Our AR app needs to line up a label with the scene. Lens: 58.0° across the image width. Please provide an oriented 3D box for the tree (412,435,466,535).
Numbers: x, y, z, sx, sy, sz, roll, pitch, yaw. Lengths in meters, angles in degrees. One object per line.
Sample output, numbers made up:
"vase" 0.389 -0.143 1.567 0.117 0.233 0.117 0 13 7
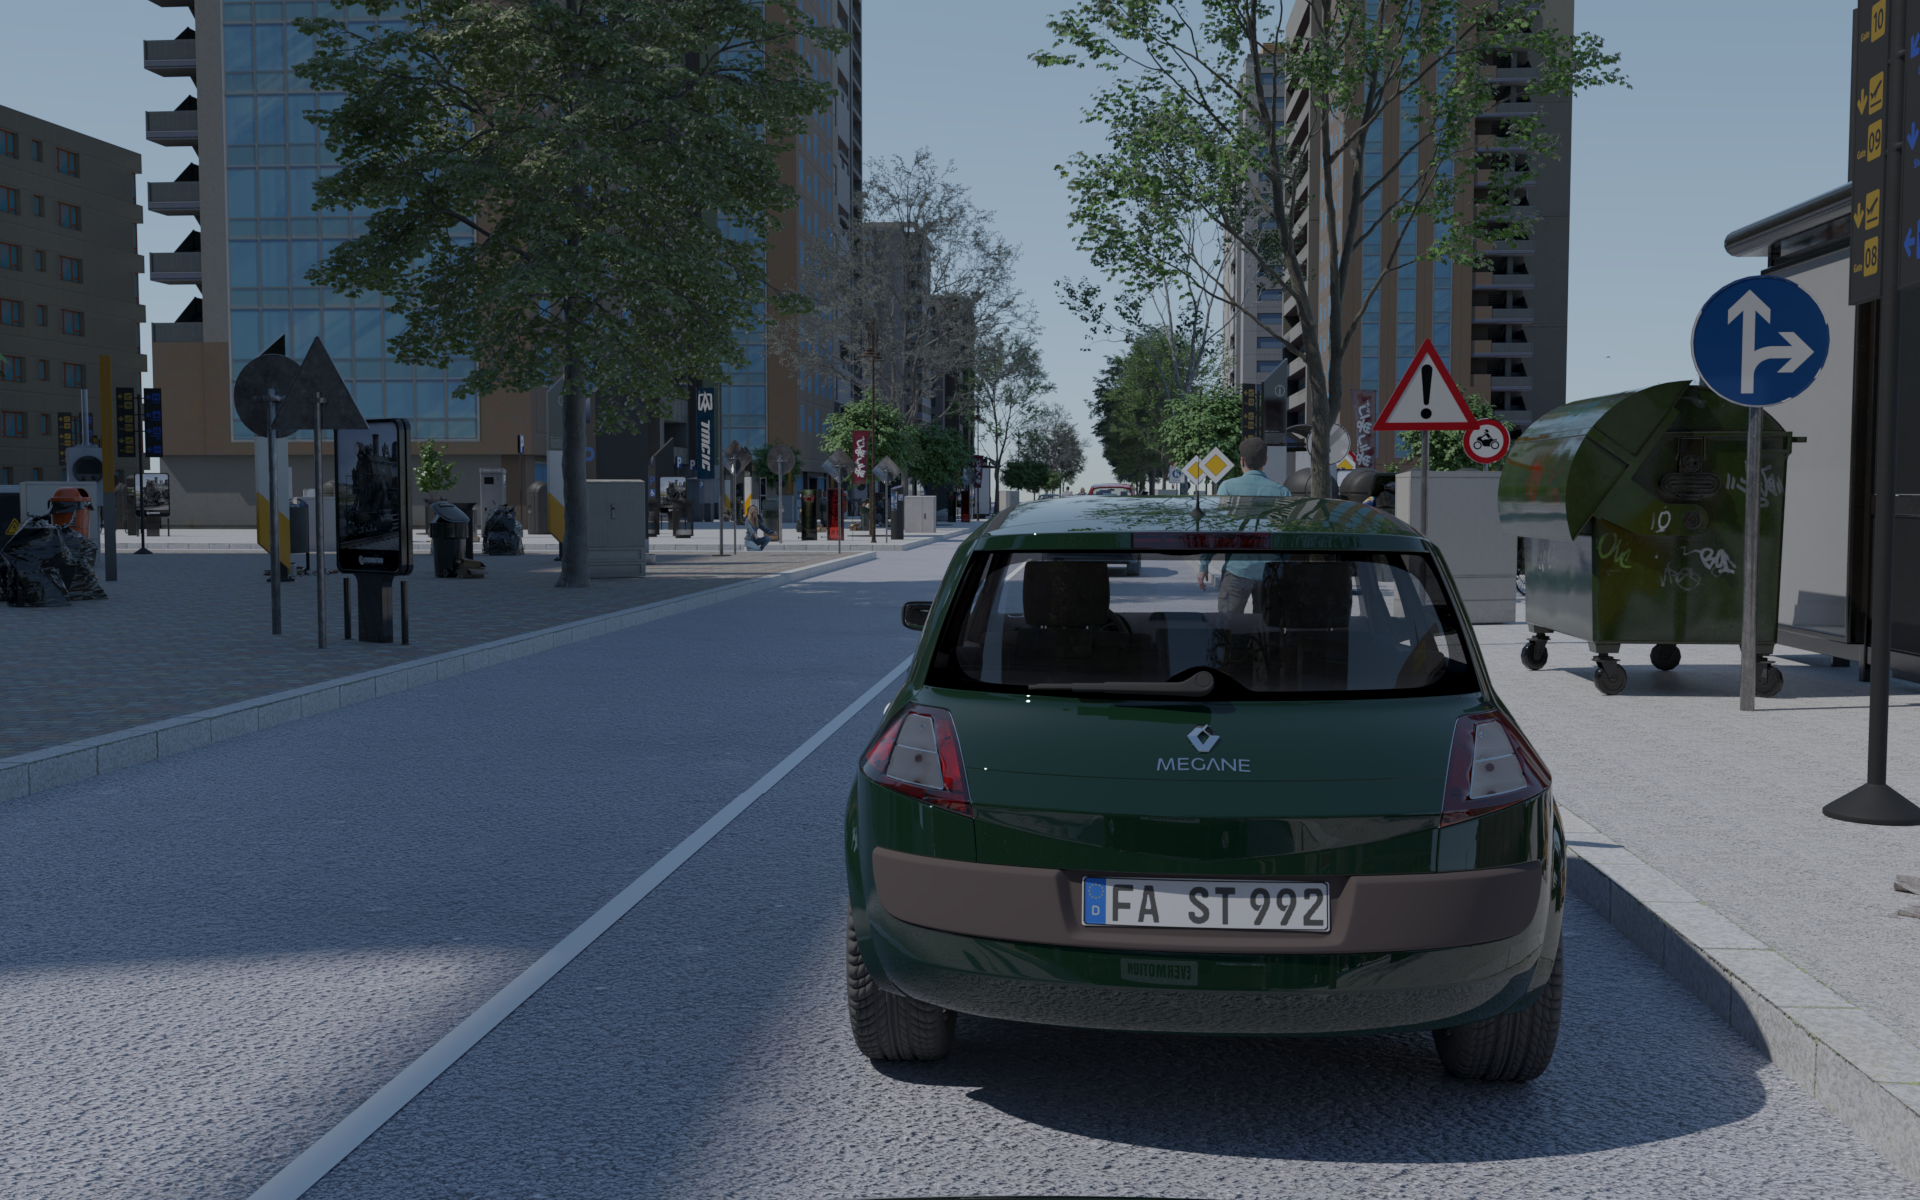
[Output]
"tree" -16.731 -3.670 54.610 1.663 3.219 1.824 0 3 0

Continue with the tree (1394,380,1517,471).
"tree" 14.399 -4.076 50.355 4.285 4.588 4.351 0 3 0

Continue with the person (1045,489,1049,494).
"person" 5.699 -6.413 113.575 0.641 1.798 0.478 -1 4 -13

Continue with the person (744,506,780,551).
"person" -4.639 -1.607 40.270 0.738 1.151 1.012 3 4 38

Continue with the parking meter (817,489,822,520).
"parking meter" -7.039 -4.748 86.044 0.372 1.533 0.369 0 3 0

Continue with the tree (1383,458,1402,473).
"tree" 23.298 -6.011 92.881 1.663 3.219 1.824 0 3 0

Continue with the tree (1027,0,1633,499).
"tree" 4.656 -5.889 22.033 9.928 11.665 9.643 0 3 0

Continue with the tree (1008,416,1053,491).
"tree" 6.362 -12.377 152.733 4.360 8.622 3.978 0 3 0

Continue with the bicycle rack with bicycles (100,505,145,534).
"bicycle rack with bicycles" -27.725 -2.626 56.317 2.852 0.926 2.925 -1 4 -21

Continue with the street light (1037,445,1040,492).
"street light" 7.255 -11.381 158.864 0.468 5.910 1.993 0 4 5

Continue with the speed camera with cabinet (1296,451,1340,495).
"speed camera with cabinet" 7.802 -2.540 35.860 2.038 3.252 0.660 -3 5 -40

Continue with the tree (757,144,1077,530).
"tree" -1.982 -9.241 61.453 12.009 13.543 11.850 0 3 0

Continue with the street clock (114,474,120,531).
"street clock" -29.564 -3.415 60.400 0.471 2.002 0.358 -1 4 -13

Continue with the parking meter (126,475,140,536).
"parking meter" -25.533 -2.920 53.457 0.255 1.863 0.399 -1 4 -9

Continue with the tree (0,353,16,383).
"tree" -5.832 -0.848 8.472 1.663 3.219 1.824 0 3 0

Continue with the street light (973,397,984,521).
"street light" 0.861 -6.721 82.672 0.468 5.910 1.993 0 4 5

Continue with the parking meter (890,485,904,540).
"parking meter" -1.765 -2.464 48.696 0.372 1.533 0.369 0 3 0

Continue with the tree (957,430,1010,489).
"tree" -0.955 -5.324 70.763 4.285 4.588 4.351 0 3 0

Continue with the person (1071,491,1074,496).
"person" 11.788 -10.549 181.699 0.721 1.743 1.217 3 5 44

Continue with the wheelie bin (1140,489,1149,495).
"wheelie bin" 11.992 -6.434 113.103 0.693 1.594 0.980 0 4 1

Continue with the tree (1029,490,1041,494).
"tree" 7.259 -10.485 166.023 1.663 3.219 1.824 0 3 0

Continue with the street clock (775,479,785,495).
"street clock" -8.459 -4.690 81.253 0.471 2.002 0.358 3 5 42

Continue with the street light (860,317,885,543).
"street light" -2.270 -4.441 45.405 0.468 5.910 1.993 0 4 5

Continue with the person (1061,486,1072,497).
"person" 5.493 -4.947 89.230 0.661 1.843 0.795 1 4 19

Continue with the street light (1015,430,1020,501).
"street light" 4.127 -9.103 121.622 0.468 5.910 1.993 0 4 5

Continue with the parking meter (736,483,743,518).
"parking meter" -11.614 -5.227 91.176 0.255 1.863 0.399 -3 5 -43

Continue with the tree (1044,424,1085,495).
"tree" 16.323 -21.789 274.378 7.486 12.596 7.792 0 3 0

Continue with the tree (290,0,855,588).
"tree" -5.365 -6.475 23.995 7.486 12.596 7.792 0 3 0

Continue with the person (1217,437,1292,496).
"person" 1.980 -0.202 11.816 0.660 1.820 0.620 -1 4 -13

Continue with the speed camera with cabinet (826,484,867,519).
"speed camera with cabinet" -5.821 -5.785 88.922 2.038 3.252 0.660 -1 4 -22

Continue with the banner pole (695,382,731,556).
"banner pole" -5.125 -2.799 35.783 0.863 3.779 0.401 2 4 31

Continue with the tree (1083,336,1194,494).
"tree" 14.463 -14.126 137.609 9.857 13.997 8.962 0 3 0

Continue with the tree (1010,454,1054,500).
"tree" 4.681 -9.475 138.628 4.285 4.588 4.351 0 3 0

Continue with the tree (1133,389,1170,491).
"tree" 13.701 -10.516 122.295 4.737 8.622 4.395 0 3 0

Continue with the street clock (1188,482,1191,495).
"street clock" 12.872 -5.747 98.538 0.471 2.002 0.358 3 4 36

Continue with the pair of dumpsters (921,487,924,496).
"pair of dumpsters" -2.800 -5.289 88.963 1.574 2.255 4.437 0 4 5

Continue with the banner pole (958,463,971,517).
"banner pole" 0.292 -6.641 98.597 0.863 3.779 0.401 2 4 24

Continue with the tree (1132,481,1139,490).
"tree" 22.953 -16.794 224.943 4.360 8.622 3.978 0 3 0

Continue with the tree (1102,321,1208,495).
"tree" 13.174 -11.999 114.316 7.486 12.596 7.792 0 3 0

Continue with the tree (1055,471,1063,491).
"tree" 6.154 -9.926 145.996 4.285 4.588 4.351 0 3 0

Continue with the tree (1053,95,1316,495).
"tree" 10.660 -13.786 81.295 12.611 20.169 13.585 0 3 0

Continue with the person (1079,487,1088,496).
"person" 6.510 -5.052 91.289 0.537 1.800 0.526 0 4 8

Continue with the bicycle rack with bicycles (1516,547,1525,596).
"bicycle rack with bicycles" 6.923 -0.482 21.256 2.852 0.926 2.925 0 4 -7

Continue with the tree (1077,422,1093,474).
"tree" 12.308 -19.409 227.707 12.009 13.543 11.850 0 3 0

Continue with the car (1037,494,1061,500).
"car" 5.189 -5.364 99.493 2.131 1.459 4.920 0 4 4

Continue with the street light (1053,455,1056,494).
"street light" 11.140 -14.170 204.471 0.468 5.910 1.993 0 4 5

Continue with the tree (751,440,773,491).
"tree" -10.518 -7.045 98.891 4.285 4.588 4.351 0 3 0

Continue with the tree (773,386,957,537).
"tree" -2.793 -4.205 52.459 4.285 4.588 4.351 0 3 0

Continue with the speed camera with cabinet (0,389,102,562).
"speed camera with cabinet" -17.010 -2.319 32.254 2.038 3.252 0.660 -2 4 -32

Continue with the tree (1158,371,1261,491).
"tree" 6.967 -3.839 46.483 4.285 4.588 4.351 0 3 0

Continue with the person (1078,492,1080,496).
"person" 10.073 -8.266 143.513 0.709 1.838 0.599 1 4 20

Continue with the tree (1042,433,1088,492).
"tree" 15.368 -19.891 259.626 8.767 10.594 7.601 1 4 16

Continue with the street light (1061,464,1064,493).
"street light" 14.334 -16.448 241.708 0.468 5.910 1.993 0 4 5

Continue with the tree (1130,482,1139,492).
"tree" 24.404 -15.384 246.125 1.663 3.219 1.824 0 3 0

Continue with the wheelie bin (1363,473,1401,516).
"wheelie bin" 6.413 -1.073 25.449 0.980 1.594 0.693 -1 4 -11
